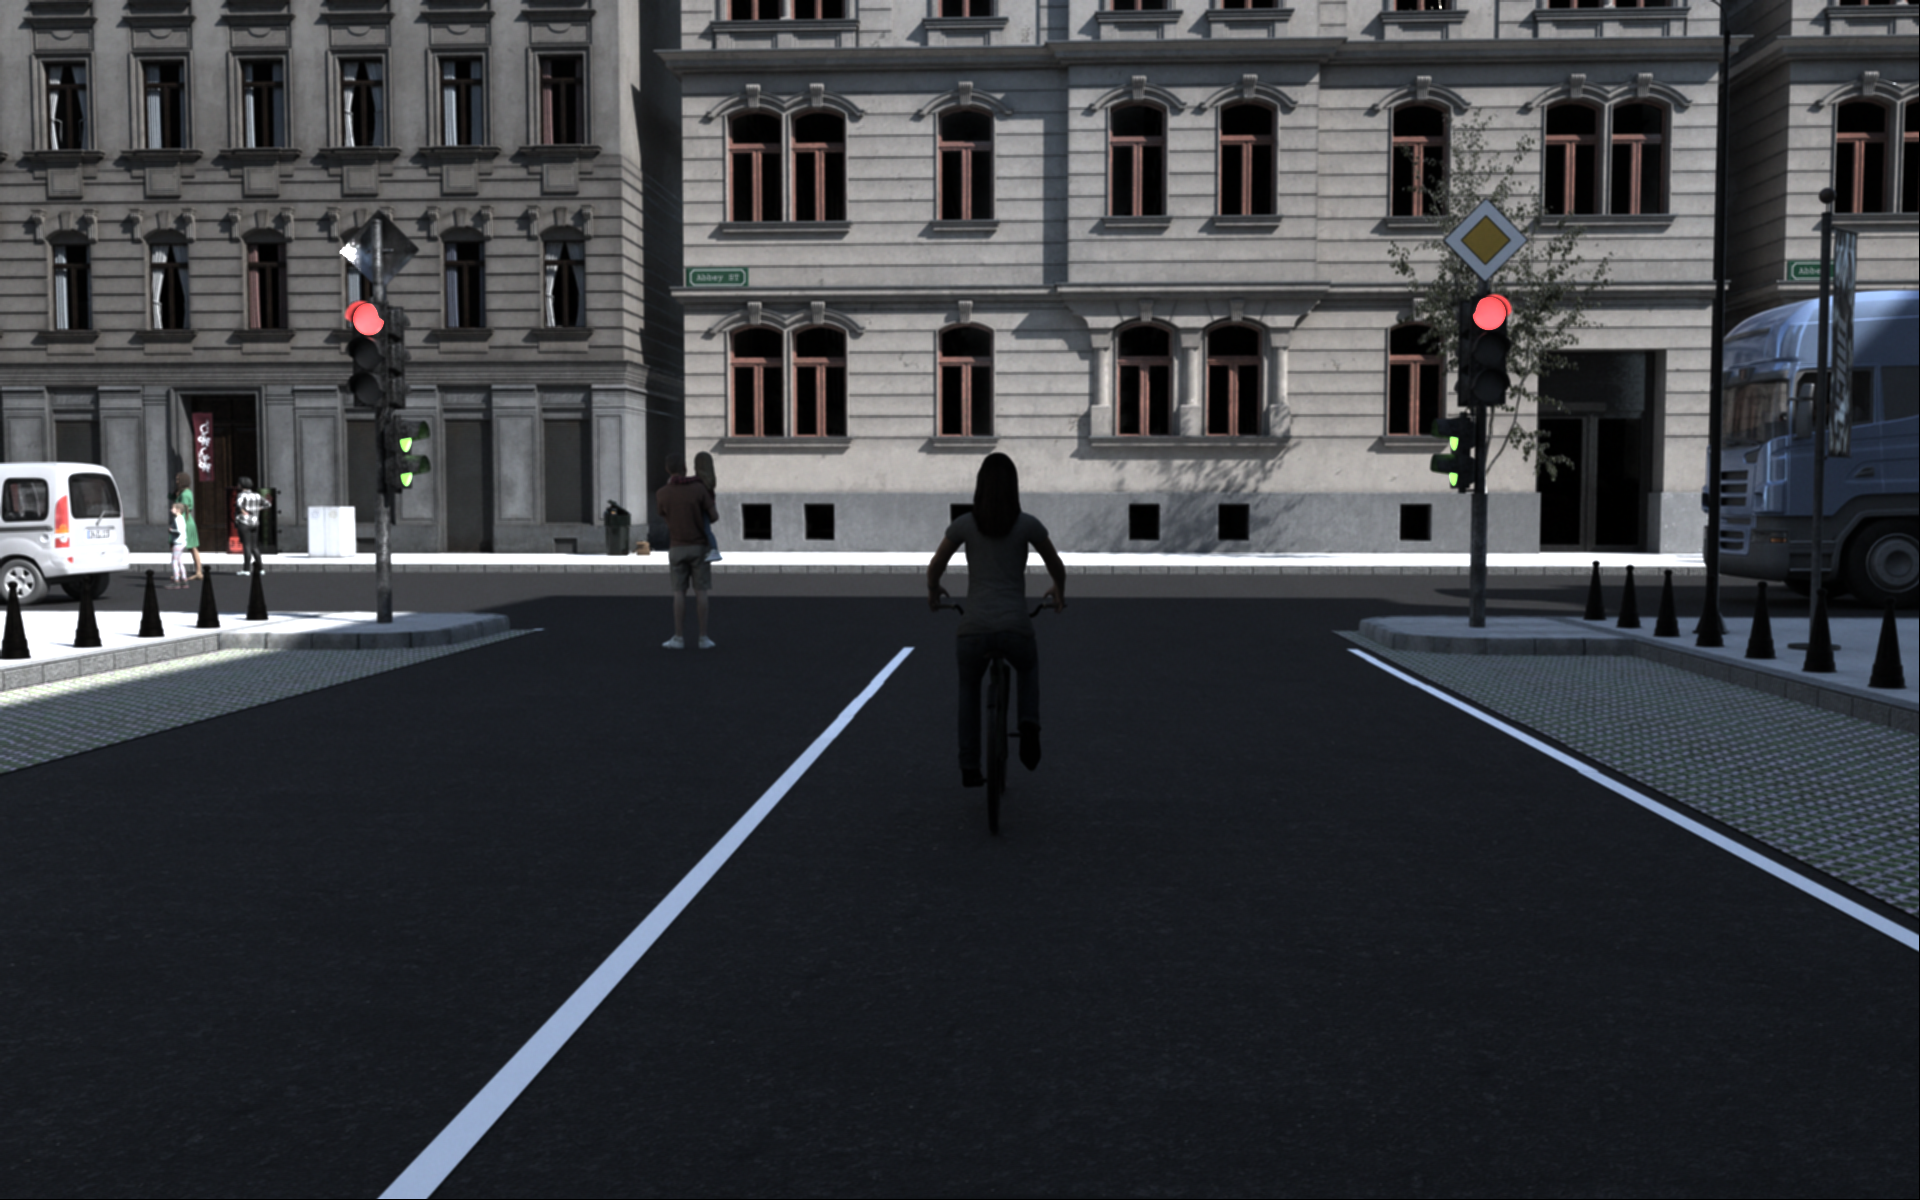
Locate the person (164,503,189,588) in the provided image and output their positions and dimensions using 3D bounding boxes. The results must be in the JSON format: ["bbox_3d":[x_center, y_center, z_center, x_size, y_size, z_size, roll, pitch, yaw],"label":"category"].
[{"bbox_3d":[-11.932,-0.832,26.377,0.394,1.301,0.425,-2,4,-35],"label":"person"}]

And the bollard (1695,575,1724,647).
[{"bbox_3d":[6.327,0.088,14.598,0.229,0.601,0.229,0,3,0],"label":"bollard"}]

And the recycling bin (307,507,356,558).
[{"bbox_3d":[-12.629,-1.361,34.812,0.722,1.027,0.722,0,4,2],"label":"recycling bin"}]

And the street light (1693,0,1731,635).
[{"bbox_3d":[6.399,-2.649,15.853,1.470,5.913,1.316,0,4,3],"label":"street light"}]

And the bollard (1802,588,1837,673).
[{"bbox_3d":[6.221,0.215,12.519,0.229,0.601,0.229,0,3,0],"label":"bollard"}]

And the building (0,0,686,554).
[{"bbox_3d":[-15.741,-11.764,41.494,18.267,20.994,9.793,0,4,3],"label":"building"}]

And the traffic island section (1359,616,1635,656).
[{"bbox_3d":[5.016,0.340,16.725,2.009,0.180,2.903,0,4,3],"label":"traffic island section"}]

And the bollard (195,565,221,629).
[{"bbox_3d":[-7.215,-0.034,16.605,0.229,0.601,0.229,0,3,0],"label":"bollard"}]

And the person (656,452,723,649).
[{"bbox_3d":[-2.491,-0.471,16.179,0.573,1.828,0.580,3,5,43],"label":"person"}]

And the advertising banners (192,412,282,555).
[{"bbox_3d":[-15.334,-2.477,36.690,2.074,3.025,0.090,1,4,14],"label":"advertising banners"}]

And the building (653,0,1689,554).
[{"bbox_3d":[5.282,-15.626,42.870,23.554,28.519,14.401,0,4,3],"label":"building"}]

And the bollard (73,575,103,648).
[{"bbox_3d":[-7.324,0.093,14.525,0.229,0.601,0.229,0,3,0],"label":"bollard"}]

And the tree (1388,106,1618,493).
[{"bbox_3d":[10.129,-5.063,33.137,4.360,8.622,3.978,0,3,0],"label":"tree"}]

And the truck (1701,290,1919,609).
[{"bbox_3d":[18.694,-1.965,21.882,18.799,4.110,2.967,0,4,5],"label":"truck"}]

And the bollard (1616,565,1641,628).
[{"bbox_3d":[6.436,-0.037,16.652,0.229,0.601,0.229,0,3,0],"label":"bollard"}]

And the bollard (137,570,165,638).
[{"bbox_3d":[-7.273,0.029,15.560,0.229,0.601,0.229,0,3,0],"label":"bollard"}]

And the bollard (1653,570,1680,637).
[{"bbox_3d":[6.383,0.026,15.623,0.229,0.601,0.229,0,3,0],"label":"bollard"}]

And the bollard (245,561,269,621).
[{"bbox_3d":[-7.162,-0.097,17.631,0.229,0.601,0.229,0,3,0],"label":"bollard"}]

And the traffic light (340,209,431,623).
[{"bbox_3d":[-5.721,-1.727,17.154,0.839,4.253,0.868,0,4,3],"label":"traffic light"}]

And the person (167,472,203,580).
[{"bbox_3d":[-12.904,-1.230,28.850,0.529,1.795,0.600,-2,4,-28],"label":"person"}]

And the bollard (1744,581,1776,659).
[{"bbox_3d":[6.270,0.152,13.549,0.229,0.601,0.229,0,3,0],"label":"bollard"}]

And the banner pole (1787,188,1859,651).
[{"bbox_3d":[7.262,-1.492,14.417,0.863,3.779,0.401,-3,5,-42],"label":"banner pole"}]

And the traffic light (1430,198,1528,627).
[{"bbox_3d":[4.976,-1.694,16.613,0.839,4.253,0.868,0,4,3],"label":"traffic light"}]

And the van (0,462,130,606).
[{"bbox_3d":[-13.367,-0.981,23.047,4.112,2.044,2.013,0,4,3],"label":"van"}]

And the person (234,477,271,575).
[{"bbox_3d":[-12.549,-1.306,30.579,0.376,1.734,0.841,1,4,21],"label":"person"}]

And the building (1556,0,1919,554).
[{"bbox_3d":[28.809,-15.557,41.740,23.554,28.519,14.401,0,4,3],"label":"building"}]

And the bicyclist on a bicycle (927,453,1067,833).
[{"bbox_3d":[0.167,0.136,7.798,1.499,1.676,1.625,0,4,3],"label":"bicyclist on a bicycle"}]

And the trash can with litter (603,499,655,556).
[{"bbox_3d":[-6.922,-1.519,36.229,1.055,1.170,0.624,-1,4,-15],"label":"trash can with litter"}]

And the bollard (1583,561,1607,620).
[{"bbox_3d":[6.488,-0.100,17.680,0.229,0.601,0.229,0,3,0],"label":"bollard"}]

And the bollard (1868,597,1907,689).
[{"bbox_3d":[6.162,0.278,11.494,0.229,0.601,0.229,0,3,0],"label":"bollard"}]

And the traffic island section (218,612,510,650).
[{"bbox_3d":[-5.761,0.305,17.291,2.009,0.180,2.903,0,4,3],"label":"traffic island section"}]

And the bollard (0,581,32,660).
[{"bbox_3d":[-7.375,0.155,13.500,0.229,0.601,0.229,0,3,0],"label":"bollard"}]
